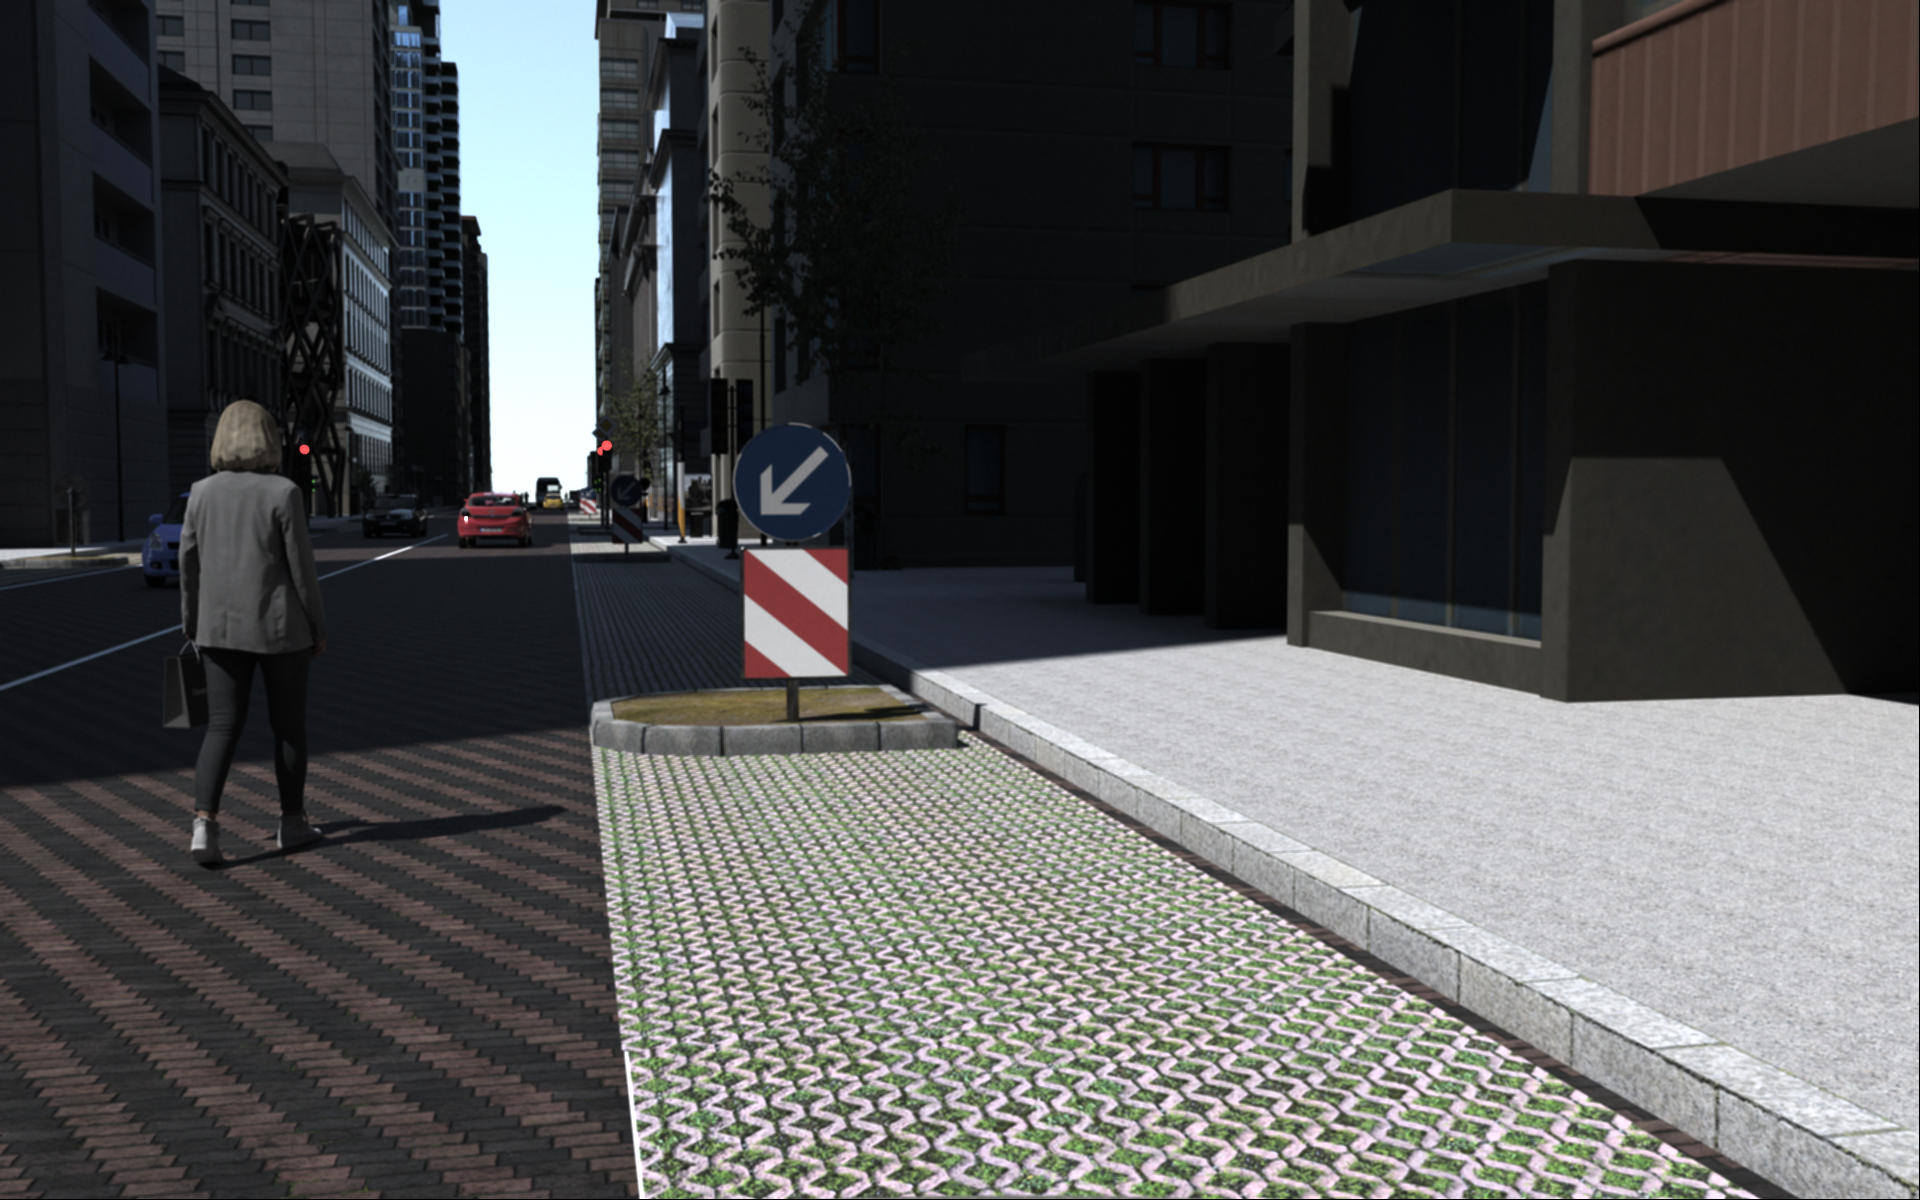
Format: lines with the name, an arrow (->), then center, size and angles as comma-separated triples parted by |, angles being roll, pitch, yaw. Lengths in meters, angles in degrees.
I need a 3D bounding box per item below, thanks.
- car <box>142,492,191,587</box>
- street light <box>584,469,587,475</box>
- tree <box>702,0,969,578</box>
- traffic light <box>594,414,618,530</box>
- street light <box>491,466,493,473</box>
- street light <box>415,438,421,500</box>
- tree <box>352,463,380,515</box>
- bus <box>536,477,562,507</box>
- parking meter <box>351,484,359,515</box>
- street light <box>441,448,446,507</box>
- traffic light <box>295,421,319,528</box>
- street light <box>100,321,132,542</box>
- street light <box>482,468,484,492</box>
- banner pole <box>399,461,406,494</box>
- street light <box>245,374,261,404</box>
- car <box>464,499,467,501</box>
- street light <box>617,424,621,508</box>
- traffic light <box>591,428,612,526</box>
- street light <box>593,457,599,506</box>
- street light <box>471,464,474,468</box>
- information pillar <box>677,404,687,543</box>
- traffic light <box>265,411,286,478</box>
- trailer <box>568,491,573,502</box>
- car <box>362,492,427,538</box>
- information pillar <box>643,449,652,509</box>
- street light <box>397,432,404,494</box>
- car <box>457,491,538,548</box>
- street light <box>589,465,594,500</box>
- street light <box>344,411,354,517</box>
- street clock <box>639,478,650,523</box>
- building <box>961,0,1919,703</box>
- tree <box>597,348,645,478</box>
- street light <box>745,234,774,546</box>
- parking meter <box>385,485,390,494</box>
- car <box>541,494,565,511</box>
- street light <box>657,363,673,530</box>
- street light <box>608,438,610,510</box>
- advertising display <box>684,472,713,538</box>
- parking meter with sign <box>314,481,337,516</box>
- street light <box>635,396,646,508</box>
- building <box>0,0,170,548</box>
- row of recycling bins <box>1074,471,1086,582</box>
car -> -11.994, -1.130, 28.075 | 1.945, 1.707, 3.694 | -1, 4, -11
street light -> -57.382, -18.040, 267.747 | 0.468, 5.910, 1.993 | -1, 4, -13
tree -> -1.702, -4.618, 25.866 | 4.737, 8.622, 4.395 | 0, 3, 0
traffic light -> -12.452, -4.407, 60.977 | 0.839, 4.253, 0.868 | -1, 4, -13
street light -> -76.088, -18.887, 281.583 | 0.468, 5.910, 1.993 | -1, 4, -13
street light -> -44.306, -10.340, 141.851 | 0.468, 5.910, 1.993 | -1, 4, -13
tree -> -36.266, -6.808, 105.914 | 1.663, 3.219, 1.824 | 0, 3, 0
bus -> -46.748, -12.356, 196.884 | 2.948, 3.499, 13.247 | -1, 4, -13
parking meter -> -36.274, -6.000, 103.813 | 0.399, 1.863, 0.255 | 1, 4, 15
street light -> -51.210, -12.172, 171.799 | 0.468, 5.910, 1.993 | -1, 4, -13
traffic light -> -25.007, -4.733, 66.301 | 0.839, 4.253, 0.868 | -1, 4, -13
street light -> -22.501, -4.496, 46.302 | 0.468, 5.910, 1.993 | -1, 4, -13
street light -> -69.319, -17.068, 251.854 | 0.468, 5.910, 1.993 | -1, 4, -13
banner pole -> -41.540, -8.517, 129.267 | 0.401, 3.779, 0.863 | 1, 4, 23
street light -> -27.184, -5.741, 66.648 | 0.468, 5.910, 1.993 | -1, 4, -13
car -> -30.711, -6.245, 111.142 | 2.155, 1.783, 4.494 | -1, 4, -13
street light -> -22.060, -8.533, 112.307 | 0.468, 5.910, 1.993 | -1, 4, -13
traffic light -> -14.225, -4.883, 68.764 | 0.839, 4.253, 0.868 | -1, 4, -13
street light -> -38.983, -13.091, 186.831 | 0.468, 5.910, 1.993 | -1, 4, -13
street light -> -62.570, -15.245, 222.040 | 0.468, 5.910, 1.993 | -1, 4, -13
information pillar -> -7.277, -3.293, 45.193 | 0.183, 3.616, 0.504 | -1, 4, -21
traffic light -> -23.234, -4.256, 58.514 | 0.839, 4.253, 0.868 | -1, 4, -13
trailer -> -65.257, -17.407, 291.658 | 1.471, 1.999, 3.904 | -1, 4, -12
car -> -18.898, -2.948, 57.985 | 2.009, 1.686, 4.222 | -1, 4, -11
information pillar -> -16.055, -5.967, 88.920 | 0.504, 3.616, 0.183 | 1, 4, 18
street light -> -40.728, -9.381, 126.159 | 0.468, 5.910, 1.993 | -1, 4, -13
car -> -12.695, -2.348, 47.438 | 2.155, 1.783, 4.494 | -1, 4, -11
street light -> -45.860, -14.924, 216.801 | 0.468, 5.910, 1.993 | -1, 4, -13
street light -> -33.966, -7.559, 96.374 | 0.468, 5.910, 1.993 | -1, 4, -13
street clock -> -13.939, -4.405, 76.592 | 0.358, 2.002, 0.471 | 3, 5, 42
building -> 13.649, -21.675, 9.014 | 22.147, 44.769, 28.867 | -1, 4, -13
tree -> -15.636, -8.275, 85.653 | 4.737, 8.622, 4.395 | 0, 3, 0
street light -> -3.506, -3.548, 30.799 | 0.468, 5.910, 1.993 | -1, 4, -13
parking meter -> -36.811, -6.465, 111.413 | 0.255, 1.863, 0.399 | 0, 4, 3
car -> -35.437, -8.603, 150.879 | 2.015, 1.641, 3.980 | -1, 4, -14
street light -> -10.396, -5.400, 61.072 | 0.468, 5.910, 1.993 | -1, 4, -13
street light -> -28.794, -10.352, 142.044 | 0.468, 5.910, 1.993 | -1, 4, -13
advertising display -> -7.756, -2.795, 50.905 | 0.974, 1.923, 0.123 | -1, 4, -23
parking meter with sign -> -38.136, -6.554, 103.413 | 0.543, 3.016, 1.738 | 3, 4, 39
street light -> -15.120, -6.677, 81.960 | 0.468, 5.910, 1.993 | -1, 4, -13
building -> -37.167, -30.735, 44.517 | 28.212, 58.520, 21.231 | -1, 4, -13
row of recycling bins -> 3.276, -1.155, 26.002 | 3.534, 1.692, 1.069 | -2, 4, -28
